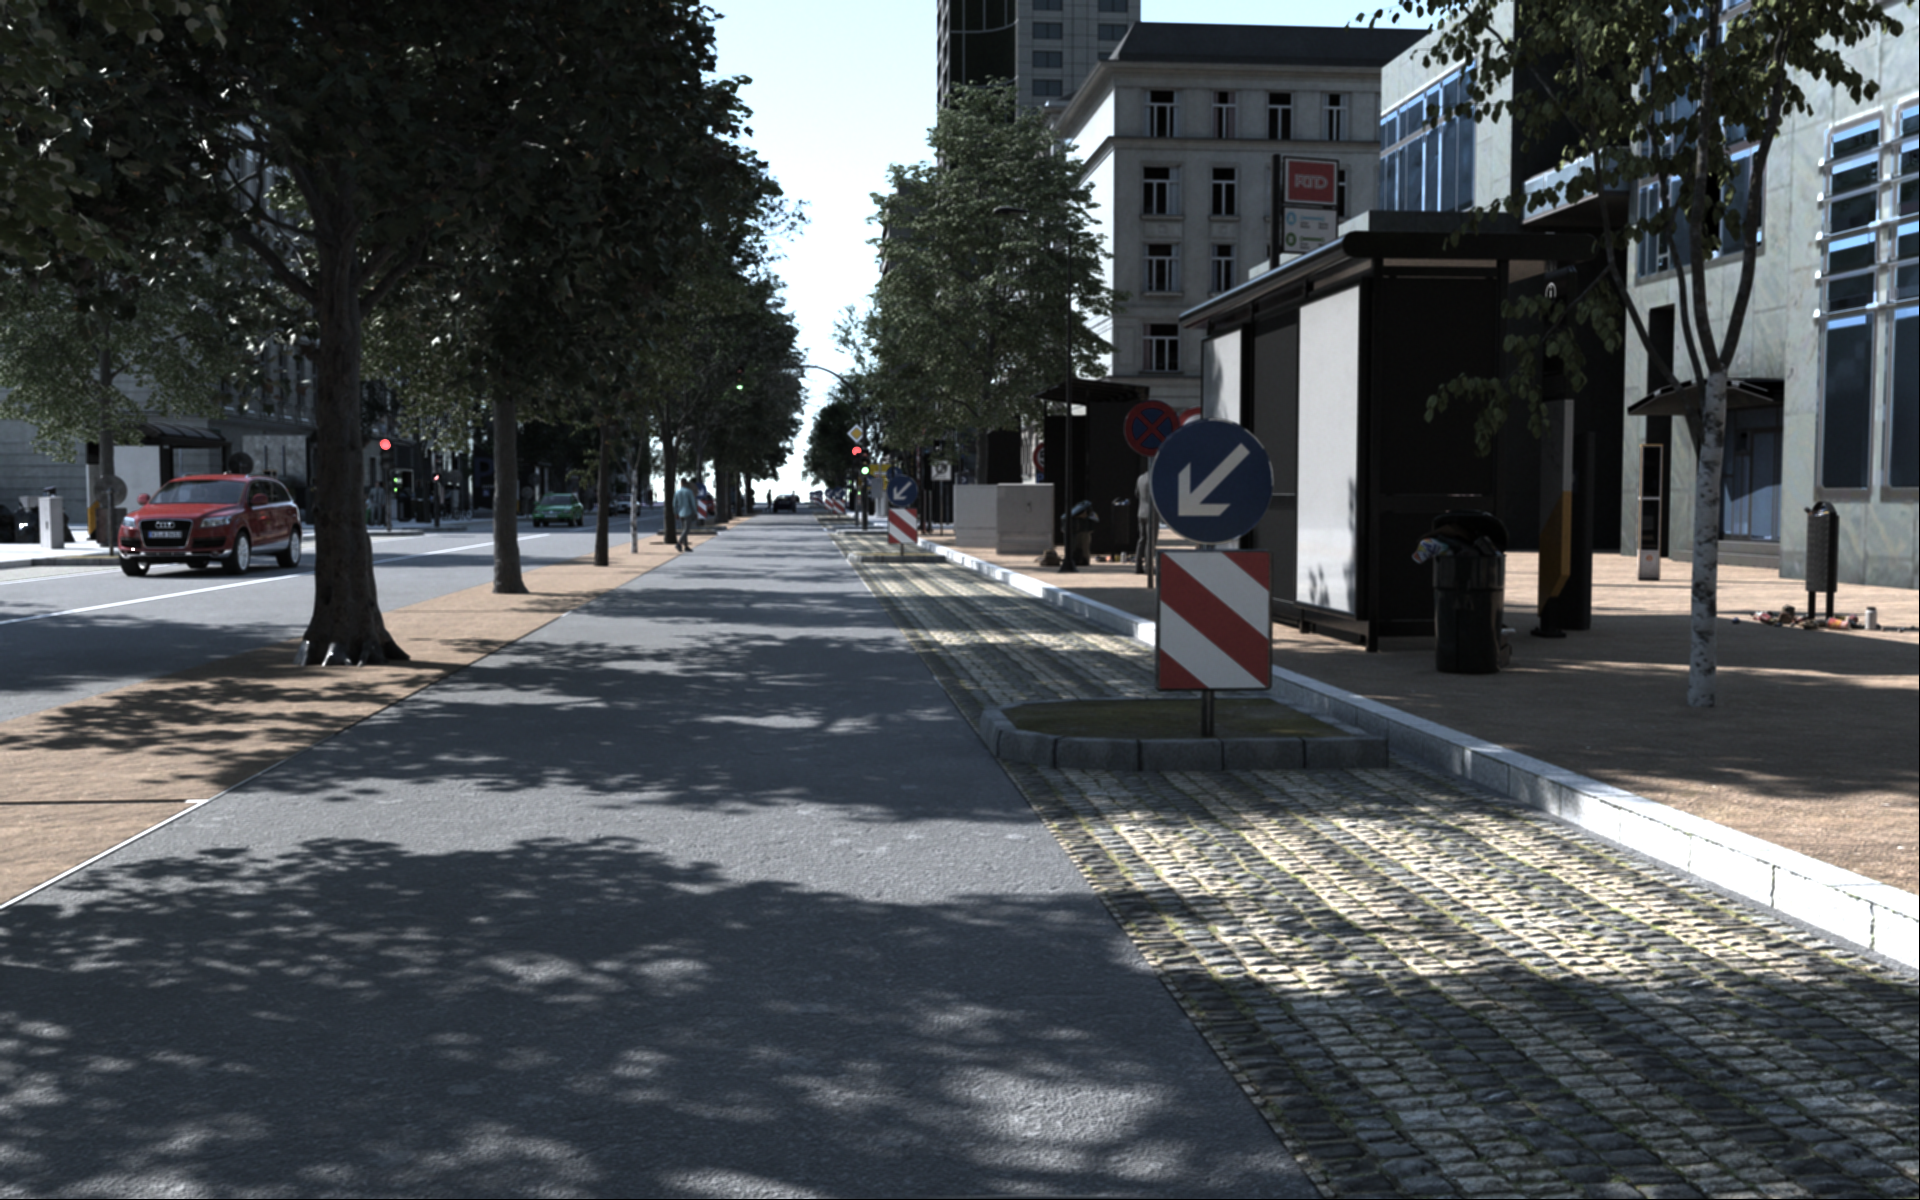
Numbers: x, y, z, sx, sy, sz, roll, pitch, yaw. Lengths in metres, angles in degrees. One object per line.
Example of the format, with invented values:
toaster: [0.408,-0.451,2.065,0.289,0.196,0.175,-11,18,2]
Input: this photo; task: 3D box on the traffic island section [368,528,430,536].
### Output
traffic island section: [-19.725,-2.294,59.783,2.009,0.180,2.903,0,4,-5]

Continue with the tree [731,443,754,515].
tree: [-15.538,-10.215,119.839,4.737,8.622,4.395,0,3,0]

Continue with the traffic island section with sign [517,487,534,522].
traffic island section with sign: [-22.620,-5.010,90.538,1.989,1.847,2.006,0,4,-5]

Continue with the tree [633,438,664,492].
tree: [-36.253,-15.500,203.789,4.360,8.622,3.978,0,3,0]

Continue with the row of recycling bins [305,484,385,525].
row of recycling bins: [-25.831,-4.014,72.744,3.534,1.692,1.069,1,4,10]

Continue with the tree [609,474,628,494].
tree: [-32.815,-10.461,165.631,1.663,3.219,1.824,0,3,0]

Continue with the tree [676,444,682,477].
tree: [-38.492,-17.100,229.941,4.360,8.622,3.978,0,3,0]

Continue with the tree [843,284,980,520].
tree: [-2.485,-9.728,84.813,9.928,11.665,9.643,0,3,0]

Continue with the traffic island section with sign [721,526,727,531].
traffic island section with sign: [-10.263,-3.682,68.342,2.006,1.907,1.989,0,4,-5]

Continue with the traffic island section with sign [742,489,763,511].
traffic island section with sign: [-17.292,-8.258,143.153,2.006,1.907,1.989,0,4,-5]

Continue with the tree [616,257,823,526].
tree: [-11.071,-9.812,73.250,12.009,13.543,11.850,0,3,0]

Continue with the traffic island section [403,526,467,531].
traffic island section: [-20.471,-2.780,67.734,2.009,0.180,2.903,0,4,-5]

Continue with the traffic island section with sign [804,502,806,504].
traffic island section with sign: [-16.293,-11.441,195.687,1.989,1.847,2.006,0,4,-5]

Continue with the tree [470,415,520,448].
tree: [-35.149,-11.175,133.074,4.360,8.622,3.978,0,3,0]

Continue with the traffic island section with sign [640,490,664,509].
traffic island section with sign: [-29.760,-9.663,166.609,1.989,1.847,2.006,0,4,-5]

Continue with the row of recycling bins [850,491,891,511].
row of recycling bins: [-6.739,-7.735,133.572,3.534,1.692,1.069,0,4,2]

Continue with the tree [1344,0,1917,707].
tree: [4.483,-3.677,10.484,4.737,8.622,4.395,0,3,0]

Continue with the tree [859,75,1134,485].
tree: [1.009,-7.923,47.664,7.486,12.596,7.792,0,3,0]

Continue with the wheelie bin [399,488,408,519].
wheelie bin: [-28.892,-5.053,90.530,0.693,1.594,0.980,1,4,12]

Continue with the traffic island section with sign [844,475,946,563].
traffic island section with sign: [-1.374,-1.716,36.681,1.989,1.847,2.006,0,4,-5]

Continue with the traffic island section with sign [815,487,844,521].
traffic island section with sign: [-6.544,-5.084,91.751,1.989,1.847,2.006,0,4,-5]

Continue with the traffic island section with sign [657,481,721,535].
traffic island section with sign: [-9.581,-3.231,60.967,2.006,1.907,1.989,0,4,-5]

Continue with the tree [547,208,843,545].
tree: [-8.368,-7.394,49.099,9.928,11.665,9.643,0,3,0]

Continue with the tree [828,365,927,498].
tree: [-6.556,-11.718,126.005,8.767,10.594,7.601,0,4,-4]

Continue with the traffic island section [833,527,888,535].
traffic island section: [-3.355,-2.387,61.309,2.009,0.180,2.903,0,4,-5]

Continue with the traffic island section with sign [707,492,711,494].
traffic island section with sign: [-40.063,-16.376,276.381,1.989,1.847,2.006,0,4,-5]

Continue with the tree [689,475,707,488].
tree: [-42.902,-18.198,281.249,4.285,4.588,4.351,0,3,0]

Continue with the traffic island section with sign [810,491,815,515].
traffic island section with sign: [-9.088,-6.742,118.864,1.989,1.847,2.006,0,4,-5]

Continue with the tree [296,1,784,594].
tree: [-6.367,-6.335,24.169,7.486,12.596,7.792,0,3,0]

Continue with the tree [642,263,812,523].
tree: [-11.658,-10.713,84.274,9.857,13.997,8.962,0,3,0]

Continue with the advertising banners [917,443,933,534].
advertising banners: [-1.149,-3.639,55.680,0.090,3.025,2.074,1,4,13]

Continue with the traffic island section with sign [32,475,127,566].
traffic island section with sign: [-17.431,-1.625,35.189,1.989,1.847,2.006,0,4,-5]

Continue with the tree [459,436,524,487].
tree: [-25.683,-6.834,95.452,4.285,4.588,4.351,0,3,0]

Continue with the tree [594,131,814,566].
tree: [-7.091,-5.917,33.619,8.767,10.594,7.601,0,4,-5]

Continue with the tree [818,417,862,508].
tree: [-10.755,-12.792,159.513,4.737,8.622,4.395,0,3,0]

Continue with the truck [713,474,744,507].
truck: [-24.327,-11.853,183.548,2.967,4.110,18.799,0,4,-5]

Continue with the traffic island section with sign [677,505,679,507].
traffic island section with sign: [-32.347,-11.350,194.196,1.989,1.847,2.006,0,4,-5]

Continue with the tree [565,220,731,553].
tree: [-7.925,-5.441,41.781,4.737,8.622,4.395,0,3,0]

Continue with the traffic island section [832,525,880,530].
traffic island section: [-4.101,-2.873,69.259,2.009,0.180,2.903,0,4,-5]

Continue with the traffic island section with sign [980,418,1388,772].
traffic island section with sign: [1.145,-0.074,9.843,1.989,1.847,2.006,0,4,-5]

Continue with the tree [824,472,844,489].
tree: [-15.614,-14.301,217.533,4.285,4.588,4.351,0,3,0]

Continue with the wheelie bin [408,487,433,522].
wheelie bin: [-24.370,-4.316,78.470,0.980,1.594,0.693,-1,4,-18]

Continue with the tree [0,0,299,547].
tree: [-20.324,-7.530,41.238,7.486,12.596,7.792,0,3,0]

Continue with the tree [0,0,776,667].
tree: [-5.232,-5.800,14.294,9.611,12.733,9.660,0,3,0]

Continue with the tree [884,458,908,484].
tree: [-3.393,-5.940,91.714,1.663,3.219,1.824,0,3,0]

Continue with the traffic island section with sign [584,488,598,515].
traffic island section with sign: [-25.141,-6.651,117.376,1.989,1.847,2.006,0,4,-5]

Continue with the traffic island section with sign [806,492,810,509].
traffic island section with sign: [-13.772,-9.800,168.849,1.989,1.847,2.006,0,4,-5]
